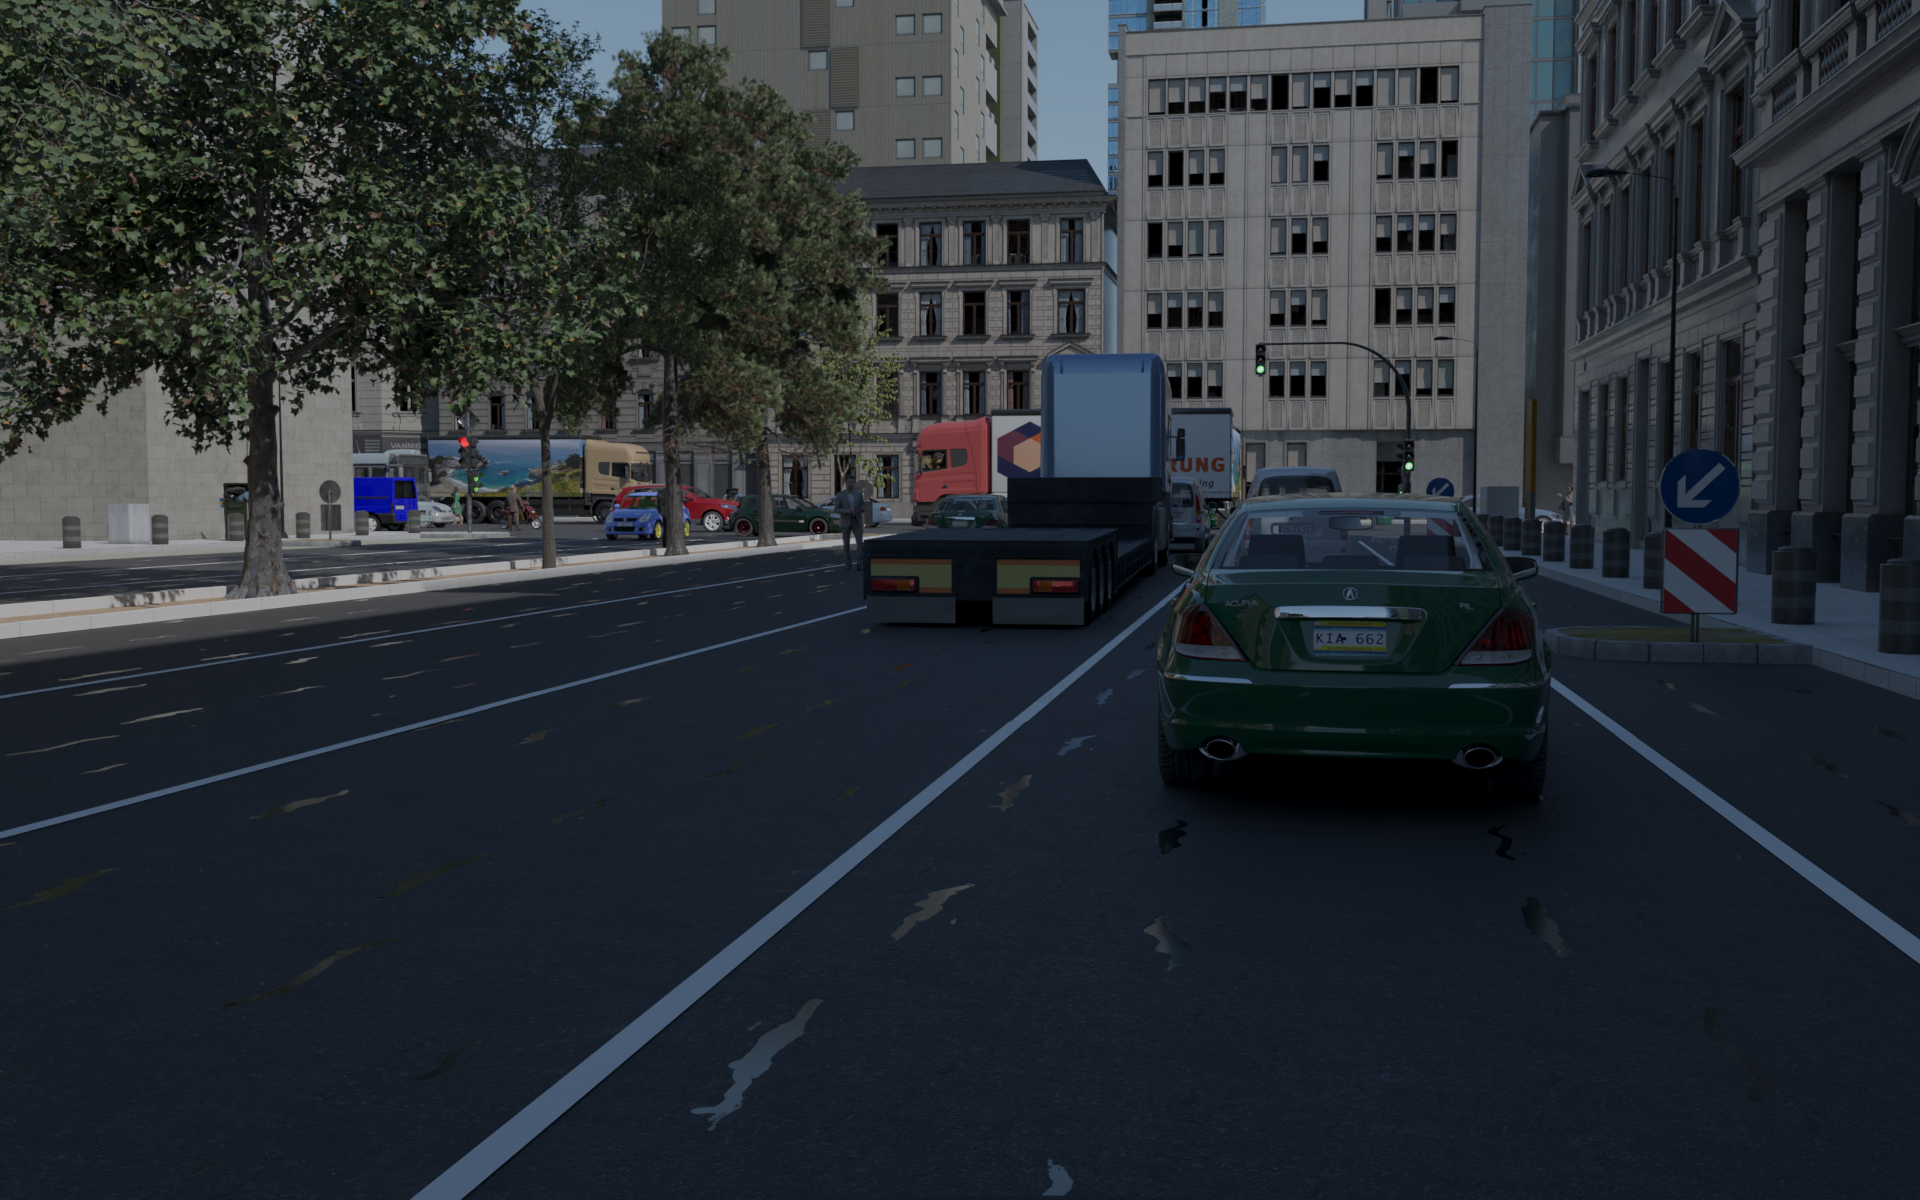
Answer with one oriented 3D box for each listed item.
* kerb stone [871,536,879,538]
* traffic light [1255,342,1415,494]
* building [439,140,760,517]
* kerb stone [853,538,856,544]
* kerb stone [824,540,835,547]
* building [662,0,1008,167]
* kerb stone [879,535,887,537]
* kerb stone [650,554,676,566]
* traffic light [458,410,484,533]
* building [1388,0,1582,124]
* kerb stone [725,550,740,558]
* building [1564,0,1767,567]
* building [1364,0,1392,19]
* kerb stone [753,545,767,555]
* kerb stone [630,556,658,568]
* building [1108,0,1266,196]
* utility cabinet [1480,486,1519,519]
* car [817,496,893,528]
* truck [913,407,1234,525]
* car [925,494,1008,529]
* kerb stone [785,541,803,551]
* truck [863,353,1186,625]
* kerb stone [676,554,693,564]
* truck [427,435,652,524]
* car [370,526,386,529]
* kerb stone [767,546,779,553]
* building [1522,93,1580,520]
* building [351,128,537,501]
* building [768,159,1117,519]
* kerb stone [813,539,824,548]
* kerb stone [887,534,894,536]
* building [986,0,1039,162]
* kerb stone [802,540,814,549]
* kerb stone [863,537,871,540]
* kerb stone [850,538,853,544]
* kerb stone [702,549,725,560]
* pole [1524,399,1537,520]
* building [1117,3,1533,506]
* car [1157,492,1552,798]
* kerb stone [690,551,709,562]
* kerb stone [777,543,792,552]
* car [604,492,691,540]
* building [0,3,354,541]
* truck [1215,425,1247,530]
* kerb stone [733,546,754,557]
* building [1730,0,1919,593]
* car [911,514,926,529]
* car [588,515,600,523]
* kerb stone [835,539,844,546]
[{"bbox_3d":[-2.693,-1.832,52.188,0.120,0.150,1.000,1,4,11],"label":"kerb stone"},{"bbox_3d":[11.194,-4.708,51.645,4.771,5.953,1.251,1,4,11],"label":"traffic light"},{"bbox_3d":[-19.359,-15.260,98.652,18.267,20.994,9.793,1,4,11],"label":"building"},{"bbox_3d":[-3.085,-1.711,50.168,0.120,0.150,1.000,1,4,11],"label":"kerb stone"},{"bbox_3d":[-3.668,-1.525,47.121,0.120,0.150,1.000,1,4,11],"label":"kerb stone"},{"bbox_3d":[-11.459,-35.420,168.358,28.713,52.752,27.495,1,4,11],"label":"building"},{"bbox_3d":[-2.502,-1.895,53.197,0.120,0.150,1.000,1,4,11],"label":"kerb stone"},{"bbox_3d":[-6.021,-0.781,34.969,0.120,0.150,1.000,1,4,11],"label":"kerb stone"},{"bbox_3d":[-16.156,-4.166,57.039,0.839,4.253,0.868,1,4,11],"label":"traffic light"},{"bbox_3d":[49.647,-33.079,160.454,23.786,49.044,30.456,1,4,11],"label":"building"},{"bbox_3d":[-5.229,-1.024,39.012,0.120,0.150,1.000,1,4,11],"label":"kerb stone"},{"bbox_3d":[20.458,-12.343,37.964,11.583,22.565,21.152,1,4,11],"label":"building"},{"bbox_3d":[54.520,-39.579,189.120,21.231,58.520,28.212,1,4,11],"label":"building"},{"bbox_3d":[-4.848,-1.153,41.052,0.120,0.150,1.000,1,4,11],"label":"kerb stone"},{"bbox_3d":[-6.216,-0.720,33.960,0.120,0.150,1.000,1,4,11],"label":"kerb stone"},{"bbox_3d":[33.992,-57.648,255.220,31.000,86.520,22.319,1,4,11],"label":"building"},{"bbox_3d":[15.405,-2.496,49.483,1.173,1.500,0.318,-2,4,-25],"label":"utility cabinet"},{"bbox_3d":[-5.138,-3.798,74.108,4.499,1.417,2.014,1,4,10],"label":"car"},{"bbox_3d":[3.449,-4.235,58.162,11.283,4.237,2.839,1,4,10],"label":"truck"},{"bbox_3d":[0.407,-1.652,38.804,2.131,1.459,4.920,1,4,10],"label":"car"},{"bbox_3d":[-4.258,-1.339,44.082,0.120,0.150,1.000,1,4,11],"label":"kerb stone"},{"bbox_3d":[1.740,-2.310,27.520,2.967,4.110,18.799,1,4,10],"label":"truck"},{"bbox_3d":[-5.824,-0.843,35.977,0.120,0.150,1.000,1,4,11],"label":"kerb stone"},{"bbox_3d":[-19.818,-5.770,83.246,11.283,4.237,2.839,1,4,11],"label":"truck"},{"bbox_3d":[-25.435,-3.649,72.030,4.827,1.381,2.083,1,4,10],"label":"car"},{"bbox_3d":[-4.653,-1.214,42.061,0.120,0.150,1.000,1,4,11],"label":"kerb stone"},{"bbox_3d":[44.388,-16.484,88.586,30.058,24.678,14.314,1,4,11],"label":"building"},{"bbox_3d":[-49.531,-20.228,107.145,44.131,29.872,17.030,1,4,11],"label":"building"},{"bbox_3d":[-0.671,-14.040,94.186,19.286,19.102,10.561,1,4,11],"label":"building"},{"bbox_3d":[-3.876,-1.463,46.115,0.120,0.150,1.000,1,4,11],"label":"kerb stone"},{"bbox_3d":[-2.301,-1.958,54.211,0.120,0.150,1.000,1,4,11],"label":"kerb stone"},{"bbox_3d":[-5.376,-40.515,204.413,28.212,58.520,21.231,1,4,11],"label":"building"},{"bbox_3d":[-4.068,-1.401,45.106,0.120,0.150,1.000,1,4,11],"label":"kerb stone"},{"bbox_3d":[-2.892,-1.773,51.180,0.120,0.150,1.000,1,4,11],"label":"kerb stone"},{"bbox_3d":[-3.278,-1.649,49.150,0.120,0.150,1.000,1,4,11],"label":"kerb stone"},{"bbox_3d":[-5.436,-0.966,38.002,0.120,0.150,1.000,1,4,11],"label":"kerb stone"},{"bbox_3d":[12.282,-2.656,37.276,0.158,3.312,0.155,0,3,0],"label":"pole"},{"bbox_3d":[18.838,-16.734,91.623,19.932,24.808,12.078,1,4,11],"label":"building"},{"bbox_3d":[2.190,0.126,9.731,2.131,1.459,4.920,1,4,13],"label":"car"},{"bbox_3d":[-5.638,-0.905,36.994,0.120,0.150,1.000,1,4,11],"label":"kerb stone"},{"bbox_3d":[-4.453,-1.277,43.070,0.120,0.150,1.000,1,4,11],"label":"kerb stone"},{"bbox_3d":[-9.924,-2.778,55.016,1.945,1.707,3.694,1,4,13],"label":"car"},{"bbox_3d":[-29.240,-12.130,53.084,16.860,20.320,10.420,1,4,11],"label":"building"},{"bbox_3d":[10.501,-5.159,73.265,2.839,4.237,11.283,1,4,12],"label":"truck"},{"bbox_3d":[-5.039,-1.091,40.027,0.120,0.150,1.000,1,4,11],"label":"kerb stone"},{"bbox_3d":[15.921,-11.561,17.903,11.050,23.489,19.941,1,4,11],"label":"building"},{"bbox_3d":[0.148,-3.608,68.774,4.222,1.686,2.009,1,4,11],"label":"car"},{"bbox_3d":[-16.340,-4.796,87.086,5.304,1.827,2.281,1,4,12],"label":"car"},{"bbox_3d":[-3.480,-1.587,48.141,0.120,0.150,1.000,1,4,11],"label":"kerb stone"}]
